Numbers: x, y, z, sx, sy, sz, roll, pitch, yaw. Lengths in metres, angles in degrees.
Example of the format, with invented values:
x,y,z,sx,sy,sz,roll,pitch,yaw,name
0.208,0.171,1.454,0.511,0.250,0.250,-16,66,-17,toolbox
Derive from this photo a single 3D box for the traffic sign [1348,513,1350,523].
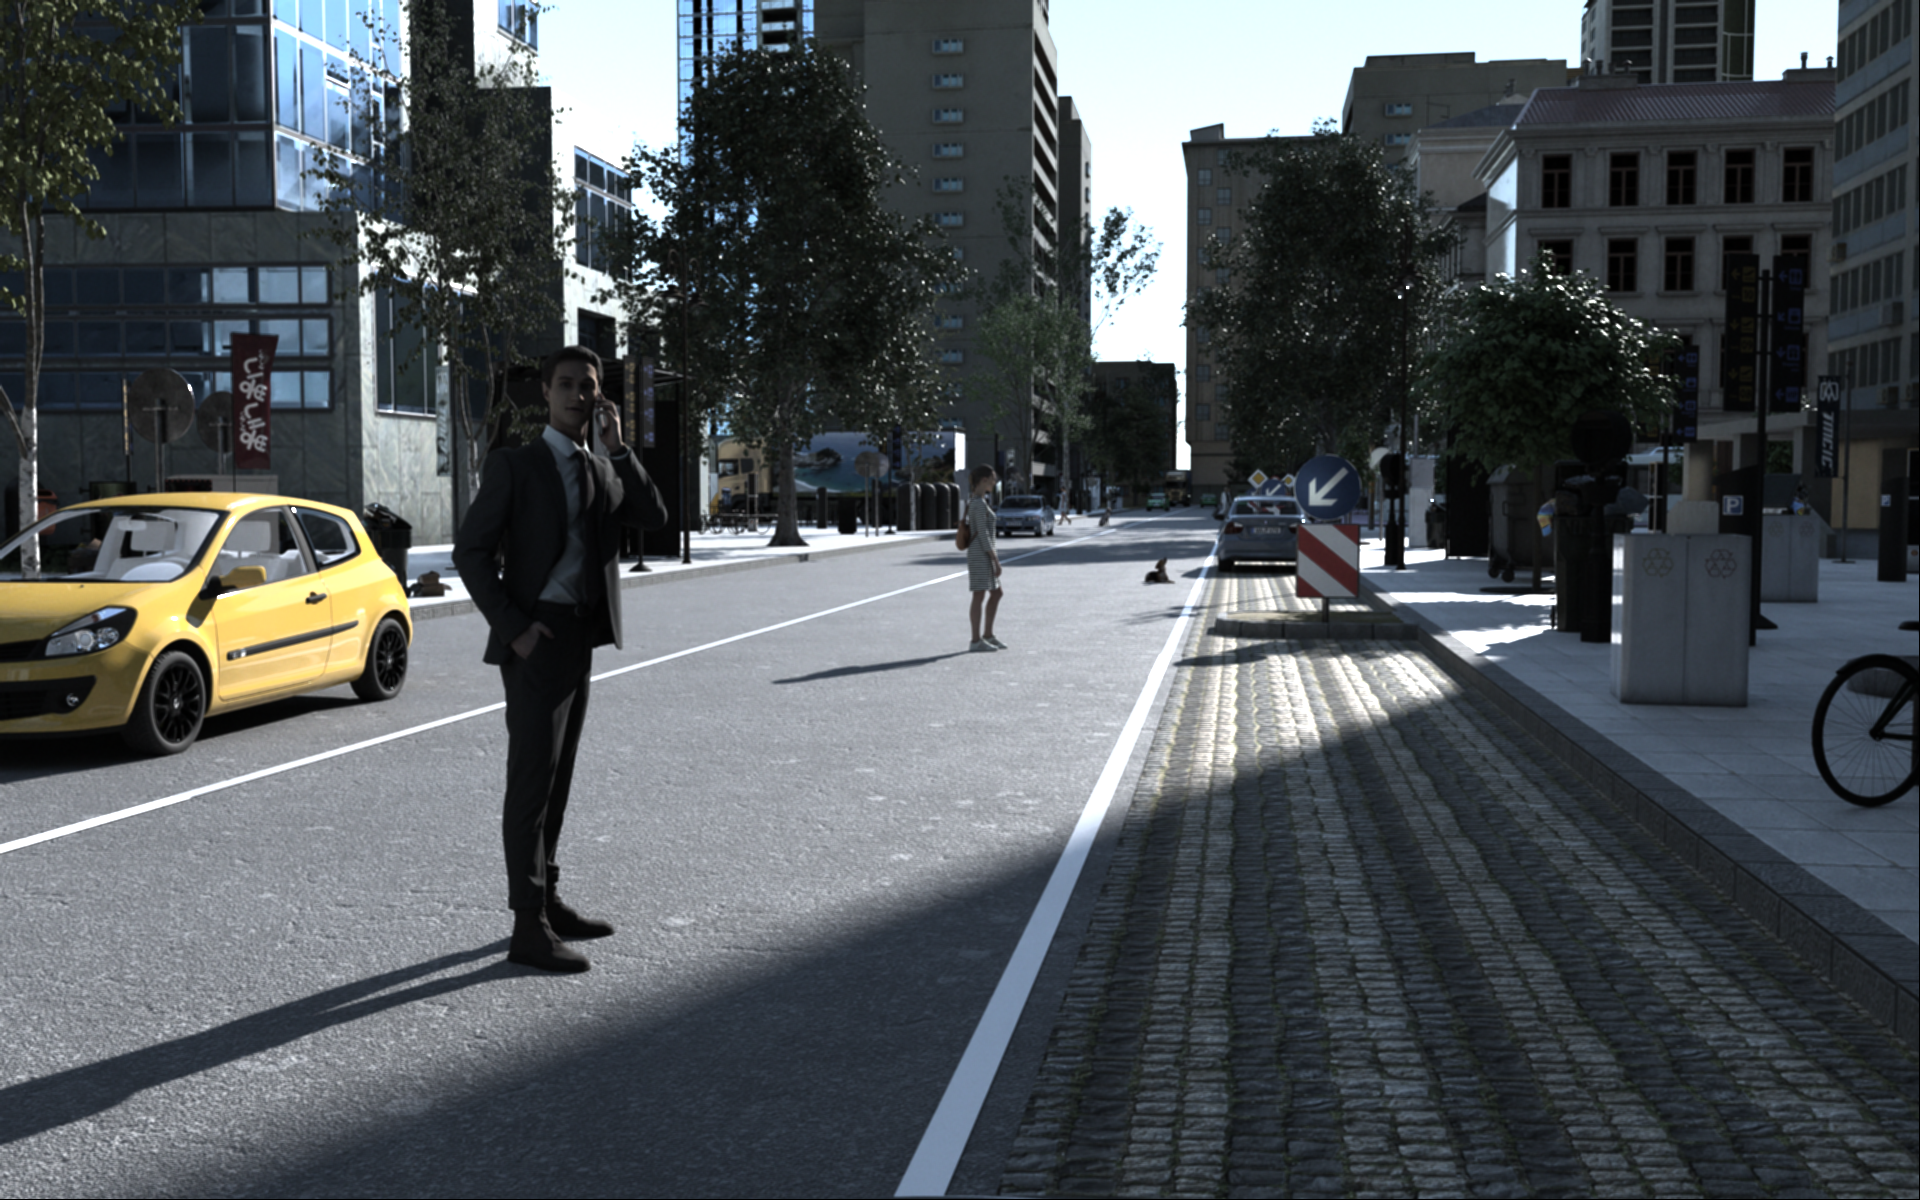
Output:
x,y,z,sx,sy,sz,roll,pitch,yaw,name
10.650,-2.830,47.450,0.795,2.450,0.064,1,4,10,traffic sign

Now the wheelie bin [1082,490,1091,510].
x,y,z,sx,sy,sz,roll,pitch,yaw,name
10.042,-7.905,137.150,0.980,1.594,0.693,3,4,38,wheelie bin

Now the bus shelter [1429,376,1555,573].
x,y,z,sx,sy,sz,roll,pitch,yaw,name
9.609,-2.434,31.084,1.731,3.624,6.357,1,4,9,bus shelter

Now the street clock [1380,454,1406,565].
x,y,z,sx,sy,sz,roll,pitch,yaw,name
7.781,-1.628,31.184,0.471,2.002,0.358,-3,4,-38,street clock

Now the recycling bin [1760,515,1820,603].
x,y,z,sx,sy,sz,roll,pitch,yaw,name
9.806,-0.505,20.806,0.722,1.027,0.722,0,4,1,recycling bin

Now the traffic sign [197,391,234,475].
x,y,z,sx,sy,sz,roll,pitch,yaw,name
-9.115,-1.303,21.411,0.768,2.556,0.104,1,4,16,traffic sign

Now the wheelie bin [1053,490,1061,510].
x,y,z,sx,sy,sz,roll,pitch,yaw,name
7.906,-8.090,140.186,0.693,1.594,0.980,-3,4,-36,wheelie bin

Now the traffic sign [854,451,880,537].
x,y,z,sx,sy,sz,roll,pitch,yaw,name
-2.772,-3.146,51.539,0.768,2.556,0.104,1,4,10,traffic sign

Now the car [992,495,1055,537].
x,y,z,sx,sy,sz,roll,pitch,yaw,name
2.161,-2.862,58.802,2.014,1.417,4.499,1,4,11,car

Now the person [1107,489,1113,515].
x,y,z,sx,sy,sz,roll,pitch,yaw,name
10.346,-6.747,119.366,0.362,1.759,0.519,2,4,26,person

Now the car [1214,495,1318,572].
x,y,z,sx,sy,sz,roll,pitch,yaw,name
5.825,-1.280,32.933,2.014,1.417,4.499,1,4,10,car

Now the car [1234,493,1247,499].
x,y,z,sx,sy,sz,roll,pitch,yaw,name
27.437,-9.677,167.022,1.959,1.807,4.718,1,4,9,car

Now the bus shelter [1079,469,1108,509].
x,y,z,sx,sy,sz,roll,pitch,yaw,name
11.118,-9.183,144.069,2.014,3.302,5.546,1,4,9,bus shelter

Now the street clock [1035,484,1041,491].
x,y,z,sx,sy,sz,roll,pitch,yaw,name
5.709,-7.488,127.002,0.471,2.002,0.358,0,4,-5,street clock

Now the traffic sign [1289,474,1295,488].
x,y,z,sx,sy,sz,roll,pitch,yaw,name
19.106,-6.044,99.999,0.795,2.450,0.064,1,4,16,traffic sign

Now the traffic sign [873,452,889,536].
x,y,z,sx,sy,sz,roll,pitch,yaw,name
-2.516,-3.202,52.466,0.768,2.556,0.104,1,4,13,traffic sign

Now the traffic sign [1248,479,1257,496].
x,y,z,sx,sy,sz,roll,pitch,yaw,name
12.850,-4.371,75.105,0.795,2.450,0.064,1,4,9,traffic sign

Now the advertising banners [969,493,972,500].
x,y,z,sx,sy,sz,roll,pitch,yaw,name
0.136,-9.326,148.675,2.074,3.025,0.090,0,4,-2,advertising banners

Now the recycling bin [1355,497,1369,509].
x,y,z,sx,sy,sz,roll,pitch,yaw,name
34.191,-8.223,146.992,0.722,1.027,0.722,-2,4,-25,recycling bin

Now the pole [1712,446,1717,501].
x,y,z,sx,sy,sz,roll,pitch,yaw,name
32.115,-4.893,73.839,0.158,3.312,0.155,0,3,0,pole

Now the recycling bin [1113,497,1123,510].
x,y,z,sx,sy,sz,roll,pitch,yaw,name
12.990,-7.999,143.339,0.722,1.027,0.722,-1,4,-18,recycling bin

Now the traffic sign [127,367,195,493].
x,y,z,sx,sy,sz,roll,pitch,yaw,name
-8.051,-1.060,17.435,0.768,2.556,0.104,1,4,12,traffic sign

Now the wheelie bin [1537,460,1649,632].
x,y,z,sx,sy,sz,roll,pitch,yaw,name
5.912,-0.507,16.192,0.980,1.594,0.693,1,4,17,wheelie bin

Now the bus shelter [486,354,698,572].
x,y,z,sx,sy,sz,roll,pitch,yaw,name
-6.559,-2.467,31.619,1.731,3.624,6.357,1,4,9,bus shelter

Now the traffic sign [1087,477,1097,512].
x,y,z,sx,sy,sz,roll,pitch,yaw,name
9.538,-7.696,125.932,0.768,2.556,0.104,1,4,17,traffic sign

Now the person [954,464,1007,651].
x,y,z,sx,sy,sz,roll,pitch,yaw,name
0.204,-0.386,15.807,0.522,1.701,0.512,0,4,-7,person

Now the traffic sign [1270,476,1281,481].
x,y,z,sx,sy,sz,roll,pitch,yaw,name
21.828,-7.336,120.056,0.768,2.556,0.104,1,4,10,traffic sign

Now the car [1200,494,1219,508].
x,y,z,sx,sy,sz,roll,pitch,yaw,name
26.254,-10.618,182.407,1.959,1.807,4.718,1,4,9,car

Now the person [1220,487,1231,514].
x,y,z,sx,sy,sz,roll,pitch,yaw,name
15.317,-5.604,100.004,0.514,1.842,0.818,-3,5,-43,person

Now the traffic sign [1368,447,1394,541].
x,y,z,sx,sy,sz,roll,pitch,yaw,name
11.442,-2.869,47.011,0.768,2.556,0.104,1,4,14,traffic sign

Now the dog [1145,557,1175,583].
x,y,z,sx,sy,sz,roll,pitch,yaw,name
3.268,-0.487,28.160,0.550,0.427,0.748,1,4,15,dog

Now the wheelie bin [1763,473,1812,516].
x,y,z,sx,sy,sz,roll,pitch,yaw,name
12.638,-1.149,26.702,0.693,1.594,0.980,-2,4,-32,wheelie bin

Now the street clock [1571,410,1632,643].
x,y,z,sx,sy,sz,roll,pitch,yaw,name
5.524,-0.636,14.967,0.358,2.002,0.471,-2,4,-28,street clock

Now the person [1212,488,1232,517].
x,y,z,sx,sy,sz,roll,pitch,yaw,name
16.634,-6.163,109.474,1.509,1.804,0.699,-1,4,-15,person

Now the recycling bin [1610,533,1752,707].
x,y,z,sx,sy,sz,roll,pitch,yaw,name
4.483,0.107,10.809,0.722,1.027,0.722,1,4,15,recycling bin

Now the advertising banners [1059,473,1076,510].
x,y,z,sx,sy,sz,roll,pitch,yaw,name
9.059,-9.005,143.412,2.074,3.025,0.090,-2,4,-28,advertising banners

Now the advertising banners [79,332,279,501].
x,y,z,sx,sy,sz,roll,pitch,yaw,name
-8.228,-1.358,18.387,2.074,3.025,0.090,-3,5,-43,advertising banners

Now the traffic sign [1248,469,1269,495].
x,y,z,sx,sy,sz,roll,pitch,yaw,name
11.578,-3.889,67.222,0.795,2.450,0.064,1,4,9,traffic sign

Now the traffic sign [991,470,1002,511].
x,y,z,sx,sy,sz,roll,pitch,yaw,name
1.270,-3.991,68.901,0.795,2.450,0.064,1,4,9,traffic sign

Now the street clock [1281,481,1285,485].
x,y,z,sx,sy,sz,roll,pitch,yaw,name
17.599,-5.510,94.660,0.358,2.002,0.471,1,4,21,street clock

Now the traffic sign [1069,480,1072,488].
x,y,z,sx,sy,sz,roll,pitch,yaw,name
7.972,-7.697,127.974,0.606,2.300,0.079,1,4,10,traffic sign

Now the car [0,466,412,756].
x,y,z,sx,sy,sz,roll,pitch,yaw,name
-4.973,-0.035,10.790,2.015,1.641,3.980,0,4,8,car

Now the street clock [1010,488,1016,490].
x,y,z,sx,sy,sz,roll,pitch,yaw,name
3.811,-7.341,124.602,0.358,2.002,0.471,3,4,36,street clock

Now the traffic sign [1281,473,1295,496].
x,y,z,sx,sy,sz,roll,pitch,yaw,name
18.303,-5.836,96.604,0.795,2.450,0.064,1,4,18,traffic sign

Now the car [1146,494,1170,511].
x,y,z,sx,sy,sz,roll,pitch,yaw,name
16.647,-8.362,145.509,1.959,1.807,4.718,1,4,10,car

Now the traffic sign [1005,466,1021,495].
x,y,z,sx,sy,sz,roll,pitch,yaw,name
2.390,-4.842,79.276,0.768,2.556,0.104,1,4,17,traffic sign

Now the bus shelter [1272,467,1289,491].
x,y,z,sx,sy,sz,roll,pitch,yaw,name
25.310,-8.946,137.556,1.731,3.624,6.357,1,4,9,bus shelter

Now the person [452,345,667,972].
x,y,z,sx,sy,sz,roll,pitch,yaw,name
-1.238,0.145,5.490,0.474,1.900,0.648,1,4,21,person

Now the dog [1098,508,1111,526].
x,y,z,sx,sy,sz,roll,pitch,yaw,name
6.317,-3.684,77.068,0.800,0.831,0.513,0,4,8,dog

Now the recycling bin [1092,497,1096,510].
x,y,z,sx,sy,sz,roll,pitch,yaw,name
10.417,-7.713,138.654,0.722,1.027,0.722,-1,4,-18,recycling bin

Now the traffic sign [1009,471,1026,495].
x,y,z,sx,sy,sz,roll,pitch,yaw,name
2.542,-4.474,76.784,0.795,2.450,0.064,1,4,9,traffic sign

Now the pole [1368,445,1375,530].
x,y,z,sx,sy,sz,roll,pitch,yaw,name
14.725,-4.165,61.934,0.158,3.312,0.155,0,3,0,pole
